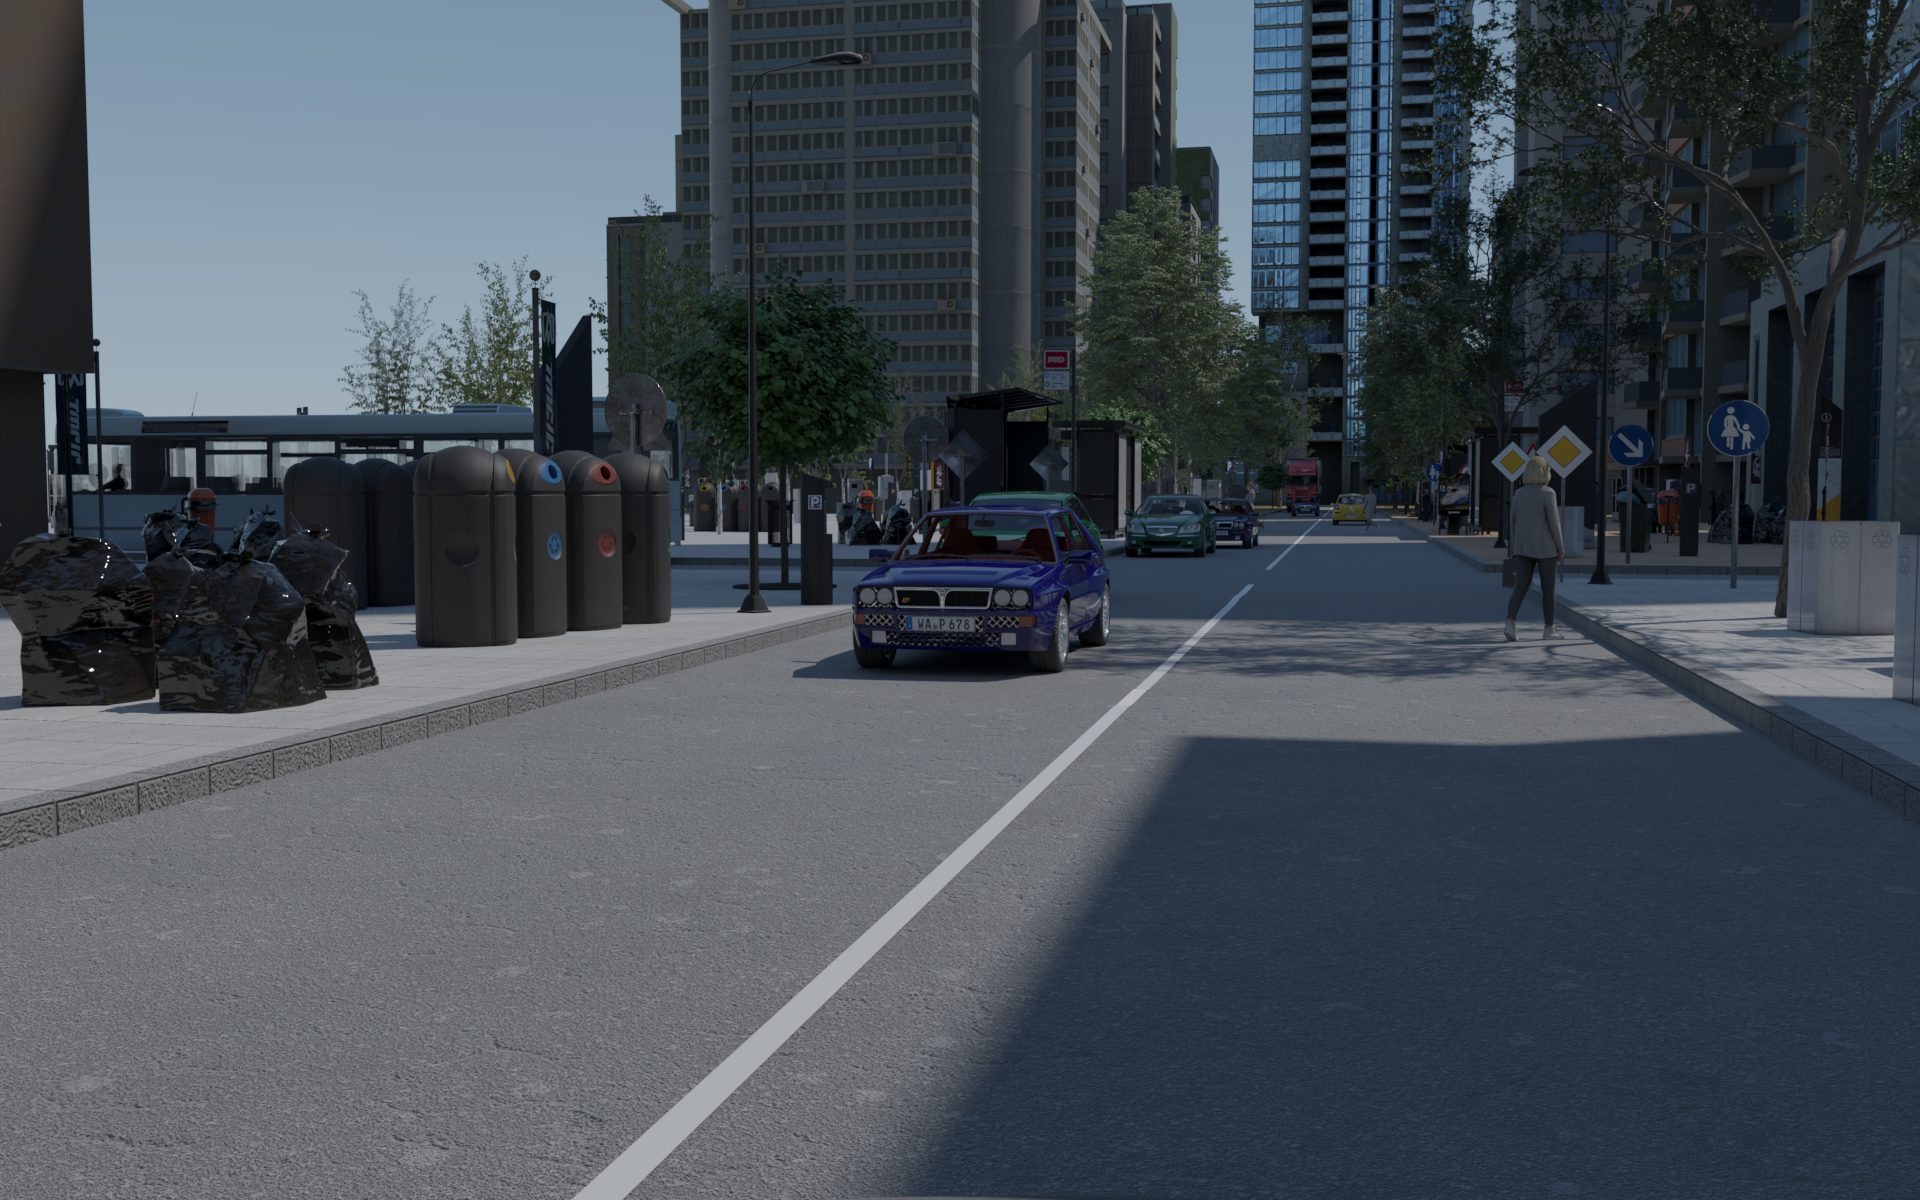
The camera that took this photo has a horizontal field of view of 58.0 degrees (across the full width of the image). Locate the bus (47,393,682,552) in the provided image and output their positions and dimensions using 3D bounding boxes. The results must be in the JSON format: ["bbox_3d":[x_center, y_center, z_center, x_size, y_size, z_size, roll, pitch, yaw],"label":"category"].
[{"bbox_3d":[-12.308,-2.434,34.657,13.247,3.499,2.948,1,4,11],"label":"bus"}]

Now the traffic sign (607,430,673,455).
[{"bbox_3d":[-3.956,-1.306,21.353,0.884,2.594,0.081,1,4,15],"label":"traffic sign"}]

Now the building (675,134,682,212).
[{"bbox_3d":[-22.175,-36.498,220.446,21.600,48.544,21.300,1,4,13],"label":"building"}]

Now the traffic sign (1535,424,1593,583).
[{"bbox_3d":[8.717,-1.309,25.051,0.795,2.450,0.064,1,4,13],"label":"traffic sign"}]

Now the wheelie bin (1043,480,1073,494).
[{"bbox_3d":[2.176,-1.918,39.271,0.980,1.594,0.693,0,4,-7],"label":"wheelie bin"}]

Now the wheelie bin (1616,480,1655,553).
[{"bbox_3d":[14.797,-1.841,38.002,0.693,1.594,0.980,2,4,35],"label":"wheelie bin"}]

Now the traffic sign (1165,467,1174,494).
[{"bbox_3d":[8.789,-4.542,74.359,0.768,2.556,0.104,1,4,20],"label":"traffic sign"}]

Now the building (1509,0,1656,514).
[{"bbox_3d":[50.350,-35.520,122.759,21.231,58.520,28.212,1,4,13],"label":"building"}]

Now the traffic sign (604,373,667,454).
[{"bbox_3d":[-3.443,-1.114,18.320,0.768,2.556,0.104,1,4,22],"label":"traffic sign"}]

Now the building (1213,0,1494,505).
[{"bbox_3d":[46.682,-54.551,204.573,31.000,86.520,22.319,1,4,13],"label":"building"}]

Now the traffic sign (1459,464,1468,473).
[{"bbox_3d":[21.399,-4.451,72.881,0.768,2.556,0.104,1,4,19],"label":"traffic sign"}]

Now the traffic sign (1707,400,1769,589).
[{"bbox_3d":[10.514,-1.429,23.466,0.768,2.556,0.104,1,4,21],"label":"traffic sign"}]

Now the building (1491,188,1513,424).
[{"bbox_3d":[75.659,-31.400,205.274,23.993,40.220,32.217,1,4,13],"label":"building"}]

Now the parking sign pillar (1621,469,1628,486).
[{"bbox_3d":[39.202,-6.872,100.825,1.447,3.967,1.447,1,4,9],"label":"parking sign pillar"}]

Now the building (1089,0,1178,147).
[{"bbox_3d":[9.948,-28.007,141.506,14.154,41.232,14.086,1,4,13],"label":"building"}]

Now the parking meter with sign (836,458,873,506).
[{"bbox_3d":[-5.101,-5.362,83.934,1.738,3.016,0.543,-1,4,-14],"label":"parking meter with sign"}]

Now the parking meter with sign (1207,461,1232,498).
[{"bbox_3d":[13.482,-5.845,91.827,1.738,3.016,0.543,2,4,34],"label":"parking meter with sign"}]

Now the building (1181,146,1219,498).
[{"bbox_3d":[23.537,-32.066,207.868,14.086,41.232,14.154,1,4,13],"label":"building"}]

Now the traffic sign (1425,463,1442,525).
[{"bbox_3d":[19.356,-4.315,70.651,0.768,2.556,0.104,1,4,13],"label":"traffic sign"}]

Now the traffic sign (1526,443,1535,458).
[{"bbox_3d":[14.596,-2.702,44.174,0.884,2.594,0.081,1,4,19],"label":"traffic sign"}]

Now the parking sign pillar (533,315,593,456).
[{"bbox_3d":[-5.849,-2.270,25.583,1.447,3.967,1.447,1,4,9],"label":"parking sign pillar"}]

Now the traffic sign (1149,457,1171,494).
[{"bbox_3d":[6.835,-3.617,59.251,0.768,2.556,0.104,1,4,18],"label":"traffic sign"}]

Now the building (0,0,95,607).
[{"bbox_3d":[-18.651,-22.260,14.054,14.200,45.320,14.600,1,4,13],"label":"building"}]

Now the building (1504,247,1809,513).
[{"bbox_3d":[58.237,-51.265,150.857,22.319,86.520,31.000,1,4,13],"label":"building"}]

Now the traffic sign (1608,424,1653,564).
[{"bbox_3d":[12.299,-1.939,31.814,0.768,2.556,0.104,1,4,22],"label":"traffic sign"}]

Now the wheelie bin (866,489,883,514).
[{"bbox_3d":[-5.158,-6.181,108.966,0.980,1.594,0.693,-2,4,-24],"label":"wheelie bin"}]

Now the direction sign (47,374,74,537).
[{"bbox_3d":[-11.600,-1.868,22.538,0.379,3.537,0.876,-2,4,-25],"label":"direction sign"}]

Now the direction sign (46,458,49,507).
[{"bbox_3d":[-43.172,-5.507,82.033,0.876,3.537,0.379,-1,4,-18],"label":"direction sign"}]

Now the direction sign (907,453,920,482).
[{"bbox_3d":[-2.504,-6.137,92.343,0.876,3.537,0.379,3,4,38],"label":"direction sign"}]

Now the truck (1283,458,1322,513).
[{"bbox_3d":[26.879,-8.954,135.315,2.839,4.237,11.283,1,4,13],"label":"truck"}]

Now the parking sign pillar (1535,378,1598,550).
[{"bbox_3d":[14.128,-3.178,40.426,1.447,3.967,1.447,0,4,6],"label":"parking sign pillar"}]

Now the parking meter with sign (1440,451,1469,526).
[{"bbox_3d":[20.220,-4.486,69.604,1.738,3.016,0.543,0,4,3],"label":"parking meter with sign"}]

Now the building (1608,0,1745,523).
[{"bbox_3d":[44.183,-26.129,81.831,22.147,44.769,28.867,1,4,13],"label":"building"}]

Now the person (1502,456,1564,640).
[{"bbox_3d":[5.577,-0.509,17.007,0.728,1.800,0.709,-2,4,-32],"label":"person"}]

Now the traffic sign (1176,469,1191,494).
[{"bbox_3d":[11.209,-5.322,87.116,0.768,2.556,0.104,1,4,18],"label":"traffic sign"}]

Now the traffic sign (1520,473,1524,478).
[{"bbox_3d":[20.044,-3.829,62.714,0.768,2.556,0.104,1,4,22],"label":"traffic sign"}]

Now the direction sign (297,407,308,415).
[{"bbox_3d":[-17.116,-3.252,45.175,0.379,3.537,0.876,-3,4,-37],"label":"direction sign"}]

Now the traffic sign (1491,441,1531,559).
[{"bbox_3d":[10.461,-1.786,32.844,0.795,2.450,0.064,1,4,13],"label":"traffic sign"}]

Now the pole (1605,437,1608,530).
[{"bbox_3d":[23.171,-4.185,62.272,0.158,3.312,0.155,0,3,0],"label":"pole"}]

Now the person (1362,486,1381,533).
[{"bbox_3d":[14.977,-3.289,63.033,0.760,1.731,0.466,2,4,34],"label":"person"}]

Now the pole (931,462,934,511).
[{"bbox_3d":[-1.108,-4.403,65.835,0.158,3.312,0.155,0,3,0],"label":"pole"}]

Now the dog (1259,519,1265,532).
[{"bbox_3d":[11.420,-2.869,66.192,0.540,0.507,0.406,1,4,21],"label":"dog"}]

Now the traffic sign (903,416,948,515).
[{"bbox_3d":[-0.571,-1.719,28.208,0.768,2.556,0.104,1,4,17],"label":"traffic sign"}]

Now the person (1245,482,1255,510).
[{"bbox_3d":[8.886,-2.753,53.779,0.573,1.790,0.520,-1,4,-9],"label":"person"}]

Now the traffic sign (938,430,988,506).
[{"bbox_3d":[0.041,-1.429,27.005,0.795,2.450,0.064,1,4,13],"label":"traffic sign"}]

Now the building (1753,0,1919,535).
[{"bbox_3d":[37.988,-44.664,42.924,31.000,86.520,22.319,1,4,13],"label":"building"}]

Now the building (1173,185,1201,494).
[{"bbox_3d":[16.369,-24.412,170.842,14.107,30.474,14.160,1,4,13],"label":"building"}]

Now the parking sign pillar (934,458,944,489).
[{"bbox_3d":[-1.473,-6.938,101.914,1.447,3.967,1.447,0,4,-6],"label":"parking sign pillar"}]

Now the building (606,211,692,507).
[{"bbox_3d":[-27.534,-25.019,180.758,14.107,30.474,14.160,1,4,13],"label":"building"}]

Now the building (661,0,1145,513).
[{"bbox_3d":[-2.996,-26.471,124.687,32.217,40.220,23.993,1,4,13],"label":"building"}]

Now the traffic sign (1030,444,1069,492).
[{"bbox_3d":[1.785,-1.906,34.798,0.795,2.450,0.064,1,4,13],"label":"traffic sign"}]
